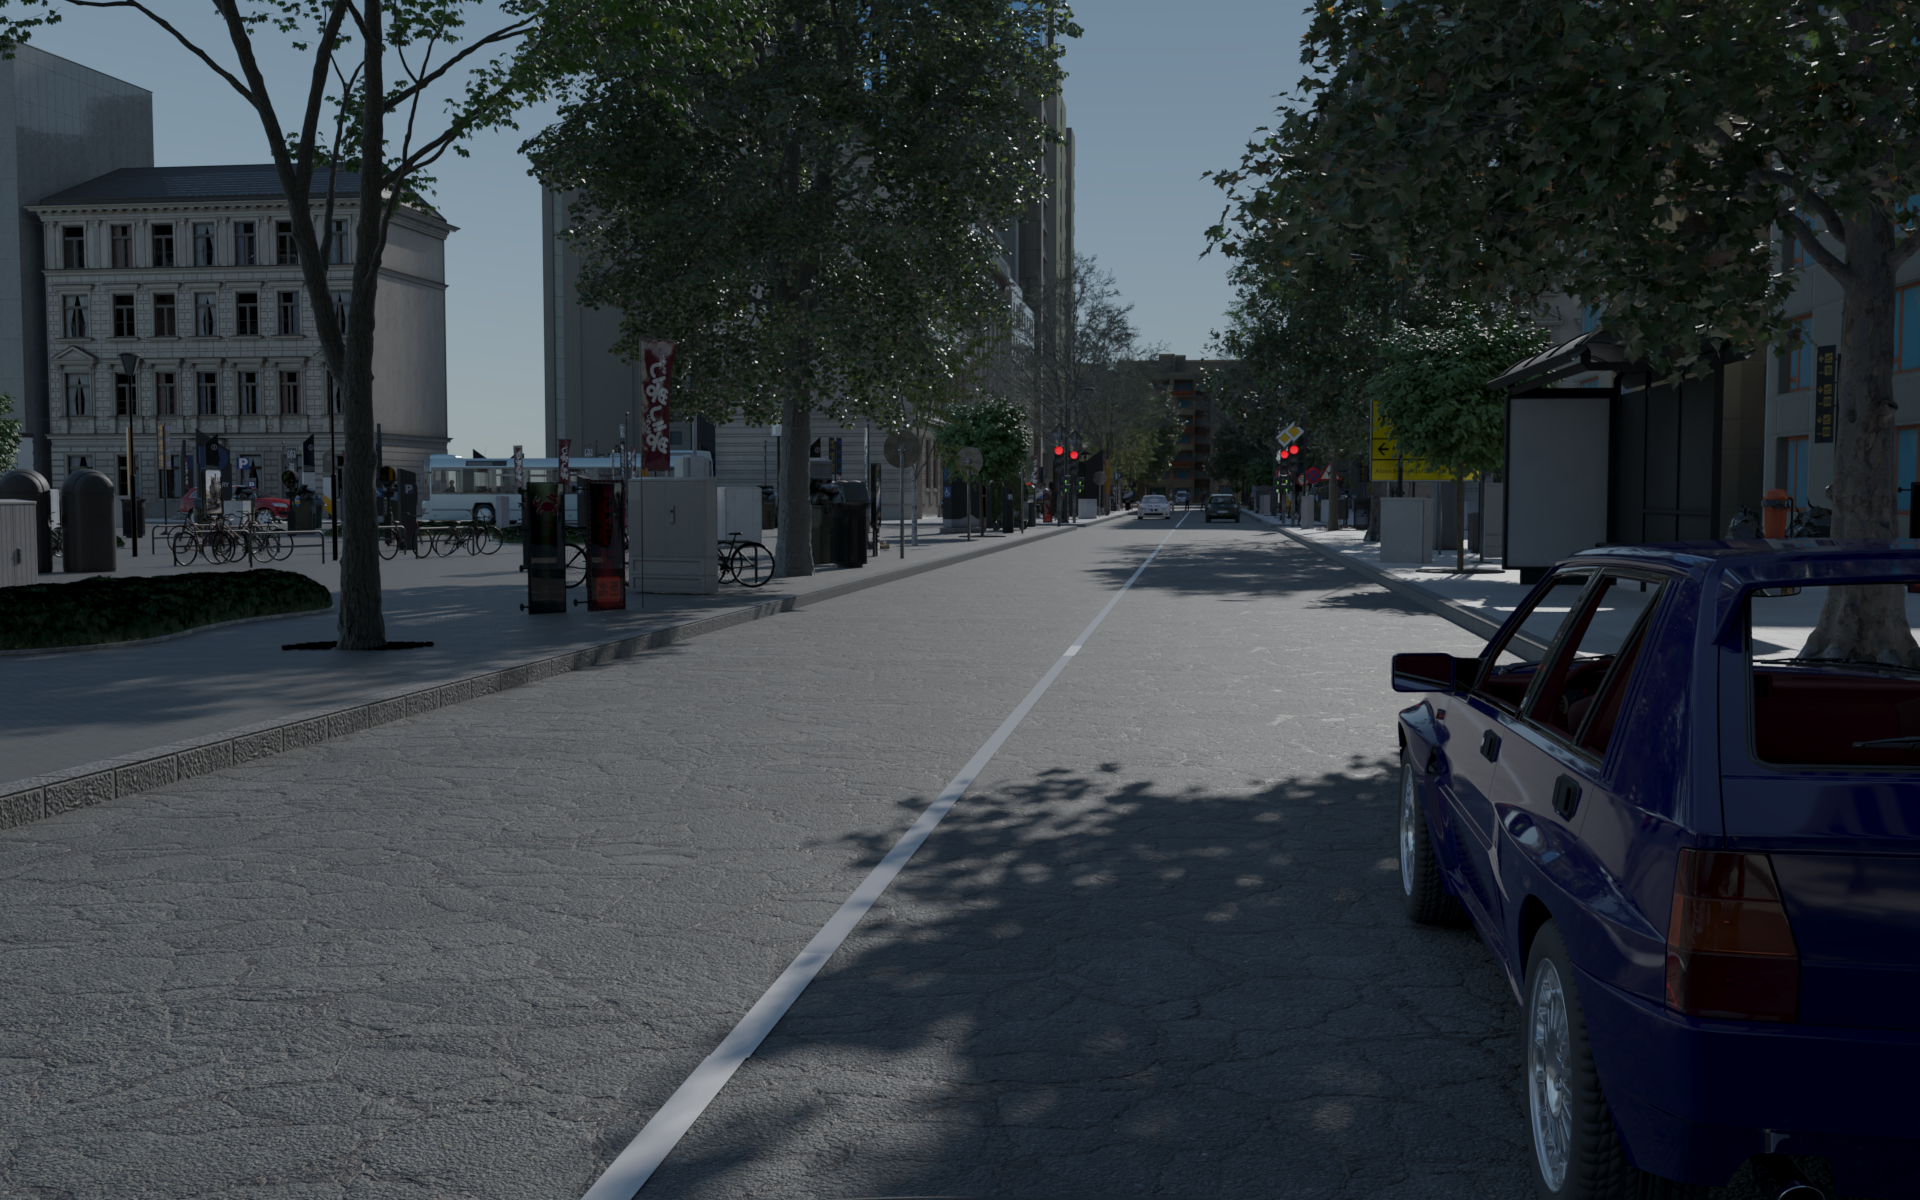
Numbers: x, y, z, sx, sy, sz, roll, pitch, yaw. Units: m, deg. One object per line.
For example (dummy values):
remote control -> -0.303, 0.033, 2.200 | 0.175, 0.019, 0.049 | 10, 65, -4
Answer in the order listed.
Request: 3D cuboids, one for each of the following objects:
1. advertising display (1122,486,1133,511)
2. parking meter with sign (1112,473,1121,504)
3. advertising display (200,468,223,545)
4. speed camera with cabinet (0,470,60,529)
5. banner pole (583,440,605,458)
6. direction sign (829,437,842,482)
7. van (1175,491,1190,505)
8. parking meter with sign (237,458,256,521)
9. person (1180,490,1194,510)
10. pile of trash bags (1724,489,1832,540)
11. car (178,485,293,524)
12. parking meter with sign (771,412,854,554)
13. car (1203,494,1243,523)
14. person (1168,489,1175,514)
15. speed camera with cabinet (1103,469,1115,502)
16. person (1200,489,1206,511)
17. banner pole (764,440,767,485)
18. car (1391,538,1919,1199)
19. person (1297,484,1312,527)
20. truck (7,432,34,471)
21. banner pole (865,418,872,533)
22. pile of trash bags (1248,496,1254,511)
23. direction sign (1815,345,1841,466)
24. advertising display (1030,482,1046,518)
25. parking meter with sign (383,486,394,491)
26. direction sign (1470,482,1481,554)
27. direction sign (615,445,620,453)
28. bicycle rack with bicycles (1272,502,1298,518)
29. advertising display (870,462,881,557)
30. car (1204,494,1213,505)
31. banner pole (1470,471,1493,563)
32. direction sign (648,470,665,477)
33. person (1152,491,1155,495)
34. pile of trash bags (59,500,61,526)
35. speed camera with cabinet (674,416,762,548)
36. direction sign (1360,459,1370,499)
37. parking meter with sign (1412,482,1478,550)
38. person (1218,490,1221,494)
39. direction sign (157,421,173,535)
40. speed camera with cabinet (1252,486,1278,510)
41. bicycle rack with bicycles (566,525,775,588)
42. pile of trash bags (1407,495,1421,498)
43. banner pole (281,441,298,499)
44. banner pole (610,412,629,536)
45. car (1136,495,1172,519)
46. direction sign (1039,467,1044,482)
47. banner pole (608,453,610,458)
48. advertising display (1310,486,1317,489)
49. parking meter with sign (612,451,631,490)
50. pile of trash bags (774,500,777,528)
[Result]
advertising display -> 12.975, -7.887, 134.172 | 0.974, 1.923, 0.123 | -1, 4, -22
parking meter with sign -> 12.780, -8.946, 142.527 | 0.543, 3.016, 1.738 | 1, 4, 19
advertising display -> -18.667, -2.326, 43.242 | 0.123, 1.923, 0.974 | 0, 4, 0
speed camera with cabinet -> -32.809, -4.067, 60.831 | 2.038, 3.252, 0.660 | 0, 4, 1
banner pole -> -16.923, -5.486, 79.714 | 0.863, 3.779, 0.401 | 1, 4, 13
direction sign -> -4.985, -4.730, 69.327 | 0.379, 3.537, 0.876 | 2, 4, 30
van -> 28.796, -13.286, 224.241 | 2.013, 2.044, 4.112 | 0, 4, 8
parking meter with sign -> -33.726, -5.254, 82.164 | 0.543, 3.016, 1.738 | -3, 5, -39
person -> 20.277, -8.942, 154.691 | 1.348, 1.826, 0.705 | -1, 4, -17
pile of trash bags -> 14.798, -1.322, 31.366 | 1.912, 1.369, 3.447 | 2, 4, 25
car -> -31.879, -4.167, 76.811 | 5.304, 1.827, 2.281 | 0, 4, 7
parking meter with sign -> -3.043, -2.450, 36.318 | 1.738, 3.016, 0.543 | -2, 4, -30
car -> 13.321, -4.766, 87.715 | 2.009, 1.686, 4.222 | 1, 4, 9
person -> 15.017, -6.986, 123.273 | 0.519, 1.759, 0.362 | 1, 4, 16
speed camera with cabinet -> 11.849, -8.809, 138.370 | 0.660, 3.252, 2.038 | -1, 4, -10
person -> 20.128, -8.212, 142.539 | 0.755, 1.850, 0.659 | 0, 4, 8
banner pole -> -9.012, -5.511, 80.115 | 0.401, 3.779, 0.863 | 0, 4, 1
car -> 2.173, 0.492, 4.531 | 1.945, 1.354, 3.894 | 1, 4, 8
person -> 14.093, -3.810, 70.764 | 0.622, 1.834, 0.822 | 0, 4, -7
truck -> -48.213, -5.520, 79.157 | 11.283, 4.237, 2.839 | 0, 4, 7
banner pole -> -3.070, -4.112, 57.251 | 0.401, 3.779, 0.863 | -1, 4, -14
pile of trash bags -> 23.480, -7.686, 135.422 | 1.912, 1.369, 3.447 | 1, 4, 11
direction sign -> 13.283, -2.094, 26.241 | 0.379, 3.537, 0.876 | -1, 4, -17
advertising display -> 4.173, -5.432, 94.022 | 0.974, 1.923, 0.123 | 1, 4, 9
parking meter with sign -> -28.287, -5.461, 85.549 | 1.738, 3.016, 0.543 | -1, 4, -22
direction sign -> 11.237, -2.776, 37.377 | 0.876, 3.537, 0.379 | 0, 4, 6
direction sign -> -15.611, -5.349, 79.452 | 0.379, 3.537, 0.876 | -2, 4, -34
bicycle rack with bicycles -> 17.902, -4.756, 91.149 | 2.925, 0.926, 2.852 | 0, 4, -2
advertising display -> -1.733, -1.867, 35.739 | 0.123, 1.923, 0.974 | 0, 4, 3
car -> 19.949, -7.466, 133.866 | 2.131, 1.459, 4.920 | 0, 4, 8
banner pole -> 9.685, -2.560, 31.874 | 0.401, 3.779, 0.863 | 0, 4, 4
direction sign -> -10.443, -4.125, 59.438 | 0.876, 3.537, 0.379 | 2, 4, 34
person -> 25.778, -13.669, 231.858 | 0.599, 1.838, 0.709 | -1, 4, -18
pile of trash bags -> -36.849, -3.629, 69.094 | 1.912, 1.369, 3.447 | 0, 4, -6
speed camera with cabinet -> -5.788, -2.882, 41.464 | 2.038, 3.252, 0.660 | -2, 4, -33
direction sign -> 25.929, -7.260, 110.696 | 0.876, 3.537, 0.379 | -1, 4, -20
parking meter with sign -> 11.164, -2.648, 39.559 | 1.738, 3.016, 0.543 | 0, 4, -5
person -> 24.462, -9.458, 163.152 | 0.705, 1.823, 1.348 | 1, 4, 19
direction sign -> -24.918, -3.809, 54.273 | 0.379, 3.537, 0.876 | 0, 4, -1
speed camera with cabinet -> 24.527, -8.863, 139.250 | 2.038, 3.252, 0.660 | 3, 4, 36
bicycle rack with bicycles -> -3.907, -0.659, 24.158 | 2.925, 0.926, 2.852 | 1, 4, 17
pile of trash bags -> 26.219, -5.642, 101.992 | 3.447, 1.369, 1.912 | 0, 4, 7
banner pole -> -31.953, -5.652, 82.435 | 0.863, 3.779, 0.401 | 0, 4, -2
banner pole -> -10.301, -3.864, 53.187 | 0.401, 3.779, 0.863 | -2, 4, -30
car -> 11.186, -5.346, 99.765 | 2.083, 1.381, 4.827 | 0, 4, 7
direction sign -> 6.610, -9.258, 143.358 | 0.379, 3.537, 0.876 | 3, 5, 44
banner pole -> -18.783, -6.330, 93.512 | 0.401, 3.779, 0.863 | 1, 4, 21
advertising display -> 27.165, -7.814, 132.969 | 0.123, 1.923, 0.974 | 3, 4, 37
parking meter with sign -> -13.720, -4.497, 69.788 | 0.543, 3.016, 1.738 | 1, 4, 15
pile of trash bags -> -7.600, -3.470, 66.485 | 1.912, 1.369, 3.447 | -1, 4, -12
